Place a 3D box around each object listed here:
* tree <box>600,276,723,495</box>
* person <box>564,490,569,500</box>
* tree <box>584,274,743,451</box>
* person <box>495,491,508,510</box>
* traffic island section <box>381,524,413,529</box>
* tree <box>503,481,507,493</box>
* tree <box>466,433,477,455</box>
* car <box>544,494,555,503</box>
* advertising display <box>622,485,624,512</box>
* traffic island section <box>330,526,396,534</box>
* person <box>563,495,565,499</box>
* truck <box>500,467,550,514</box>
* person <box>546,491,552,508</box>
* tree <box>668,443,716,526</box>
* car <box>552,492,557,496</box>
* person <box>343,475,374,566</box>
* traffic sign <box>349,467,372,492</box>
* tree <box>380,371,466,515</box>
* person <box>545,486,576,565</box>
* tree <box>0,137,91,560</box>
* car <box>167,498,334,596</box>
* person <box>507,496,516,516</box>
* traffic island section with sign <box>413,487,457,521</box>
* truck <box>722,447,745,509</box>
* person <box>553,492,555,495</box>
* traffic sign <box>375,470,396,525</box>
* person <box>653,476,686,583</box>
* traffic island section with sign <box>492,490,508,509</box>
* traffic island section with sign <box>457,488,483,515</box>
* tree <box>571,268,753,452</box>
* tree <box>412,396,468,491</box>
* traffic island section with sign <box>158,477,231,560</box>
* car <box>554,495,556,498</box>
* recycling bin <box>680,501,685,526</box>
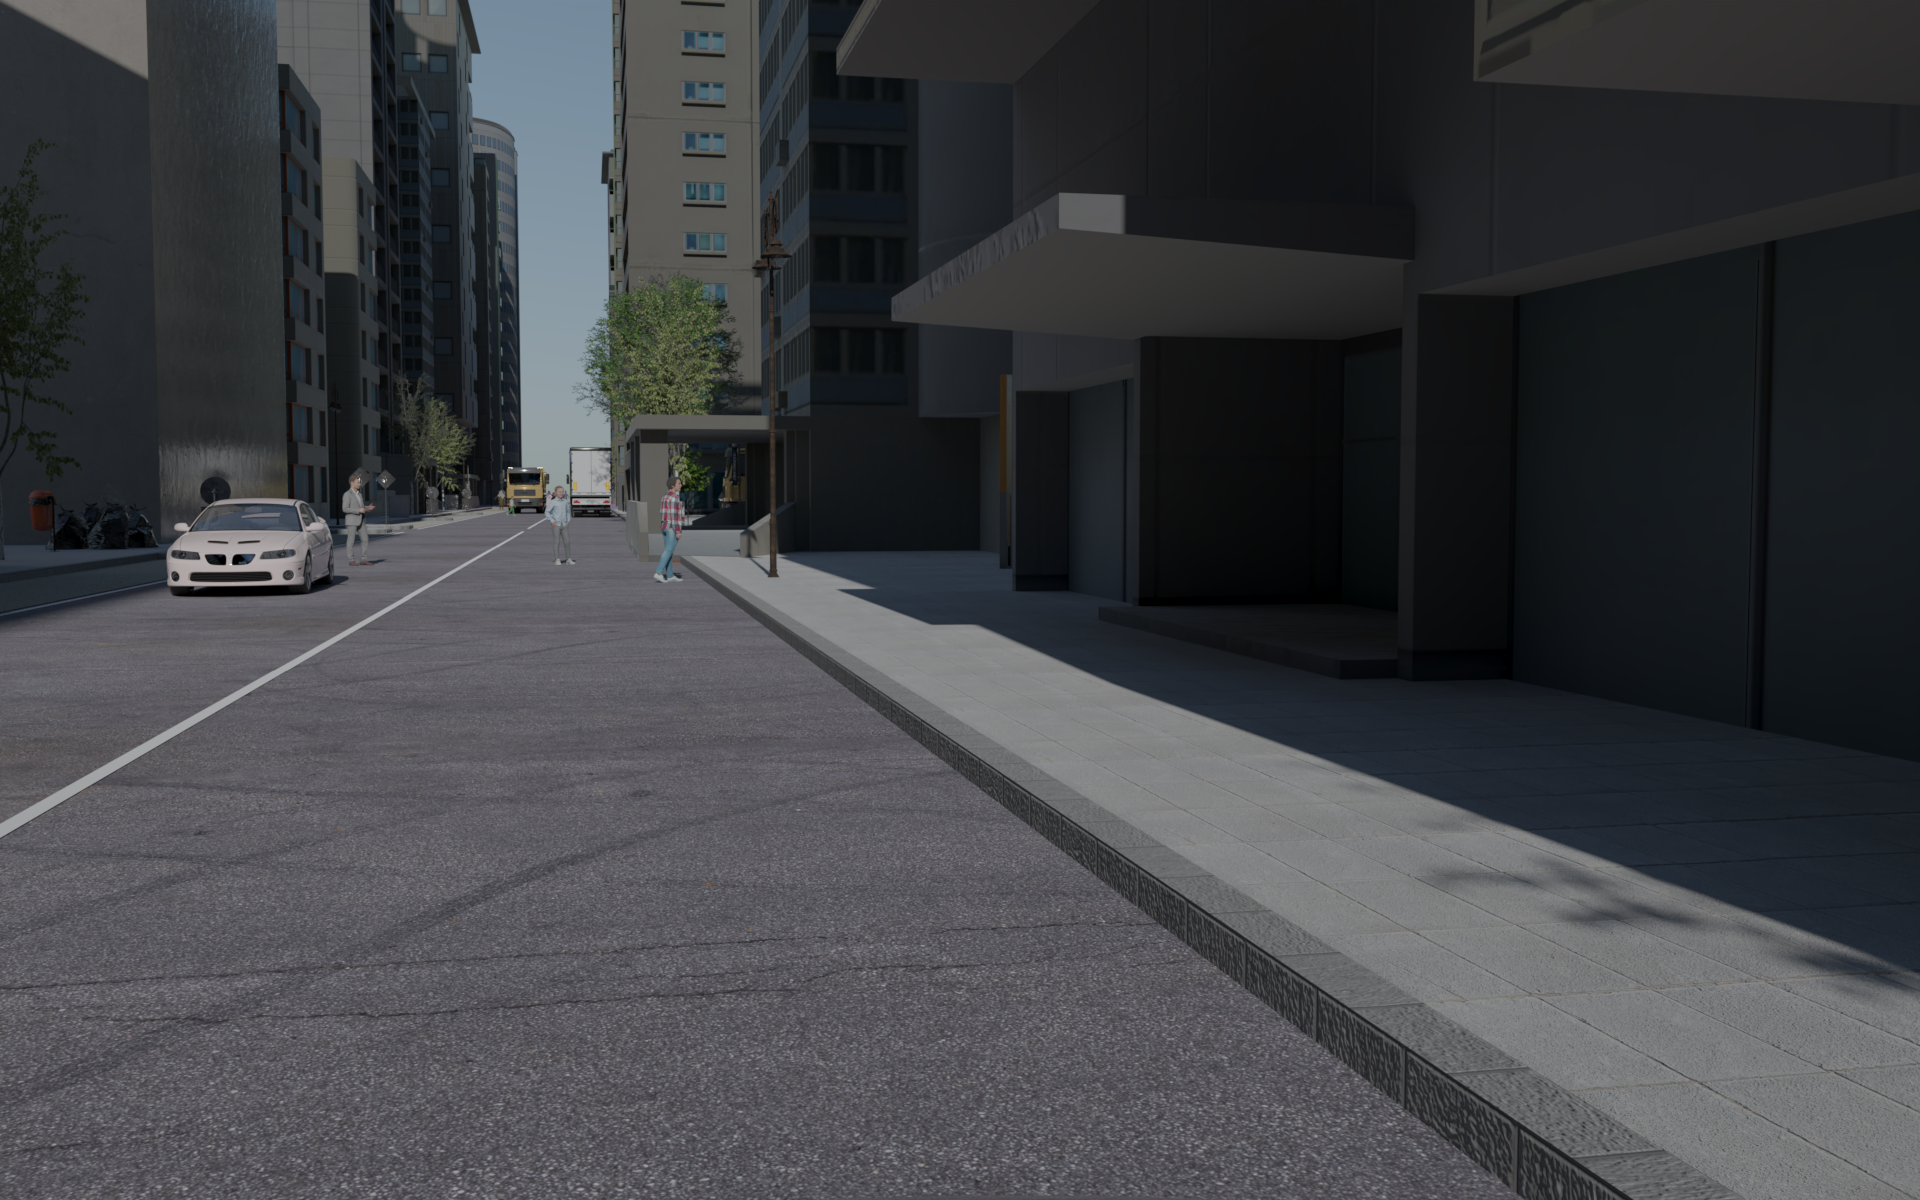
[{"bbox_3d":[-9.657,-6.564,57.689,4.737,8.622,4.395,0,3,0],"label":"tree"},{"bbox_3d":[-42.737,-10.958,187.643,1.348,1.826,0.705,3,4,38],"label":"person"},{"bbox_3d":[-13.814,-9.485,80.843,9.928,11.665,9.643,0,3,0],"label":"tree"},{"bbox_3d":[-41.404,-8.999,156.369,1.217,1.736,0.721,-1,4,-9],"label":"person"},{"bbox_3d":[-23.617,-2.994,71.235,2.009,0.180,2.903,-1,4,-12],"label":"traffic island section"},{"bbox_3d":[-58.043,-13.741,219.269,1.663,3.219,1.824,0,3,0],"label":"tree"},{"bbox_3d":[-40.183,-11.297,135.061,4.360,8.622,3.978,0,3,0],"label":"tree"},{"bbox_3d":[-39.056,-9.422,163.829,2.009,1.686,4.222,-1,4,-12],"label":"car"},{"bbox_3d":[-24.440,-7.366,125.652,0.123,1.923,0.974,-1,4,-8],"label":"advertising display"},{"bbox_3d":[-21.943,-2.517,63.427,2.009,0.180,2.903,-1,4,-12],"label":"traffic island section"},{"bbox_3d":[-40.688,-10.177,178.115,0.599,1.433,0.991,-3,4,-39],"label":"person"},{"bbox_3d":[-31.978,-8.068,127.833,3.469,3.379,9.791,-1,4,-12],"label":"truck"},{"bbox_3d":[-37.105,-9.008,156.443,0.621,1.740,0.551,1,4,18],"label":"person"},{"bbox_3d":[-9.894,-4.175,62.861,1.663,3.219,1.824,0,3,0],"label":"tree"},{"bbox_3d":[-69.031,-17.612,296.622,2.281,1.827,5.304,-1,4,-13],"label":"car"},{"bbox_3d":[-12.000,-1.584,34.594,0.583,1.804,0.606,1,4,11],"label":"person"},{"bbox_3d":[-21.922,-3.653,63.370,0.795,2.450,0.064,-1,4,-12],"label":"traffic sign"},{"bbox_3d":[-32.628,-9.379,103.711,4.360,8.622,3.978,0,3,0],"label":"tree"},{"bbox_3d":[-8.060,-1.503,34.891,0.589,1.601,0.330,-2,4,-34],"label":"person"},{"bbox_3d":[-18.618,-5.068,33.223,4.737,8.622,4.395,0,3,0],"label":"tree"},{"bbox_3d":[-10.579,-0.837,26.049,2.083,1.381,4.827,-1,4,-14],"label":"car"},{"bbox_3d":[-29.560,-6.198,114.088,0.590,1.304,0.306,0,4,-2],"label":"person"},{"bbox_3d":[-28.311,-5.165,93.070,1.989,1.847,2.006,-1,4,-12],"label":"traffic island section with sign"},{"bbox_3d":[-5.707,-4.618,71.425,9.791,3.379,3.469,-1,4,-11],"label":"truck"},{"bbox_3d":[-63.182,-15.876,268.792,1.217,1.743,0.721,2,4,27],"label":"person"},{"bbox_3d":[-23.595,-4.131,71.178,0.795,2.450,0.064,-1,4,-12],"label":"traffic sign"},{"bbox_3d":[-4.736,-1.153,28.189,0.643,1.720,0.563,-2,4,-27],"label":"person"},{"bbox_3d":[-44.532,-9.791,168.713,1.989,1.847,2.006,-1,4,-12],"label":"traffic island section with sign"},{"bbox_3d":[-33.998,-6.786,119.571,1.989,1.847,2.006,-1,4,-12],"label":"traffic island section with sign"},{"bbox_3d":[-16.182,-11.254,94.374,12.009,13.543,11.850,0,3,0],"label":"tree"},{"bbox_3d":[-39.139,-10.948,129.366,4.737,8.622,4.395,0,3,0],"label":"tree"},{"bbox_3d":[-16.669,-1.839,38.700,1.989,1.847,2.006,-1,4,-12],"label":"traffic island section with sign"},{"bbox_3d":[-44.752,-10.781,188.844,1.945,1.354,3.894,-1,4,-11],"label":"car"},{"bbox_3d":[-10.175,-2.970,61.113,0.722,1.027,0.722,-2,4,-31],"label":"recycling bin"}]
